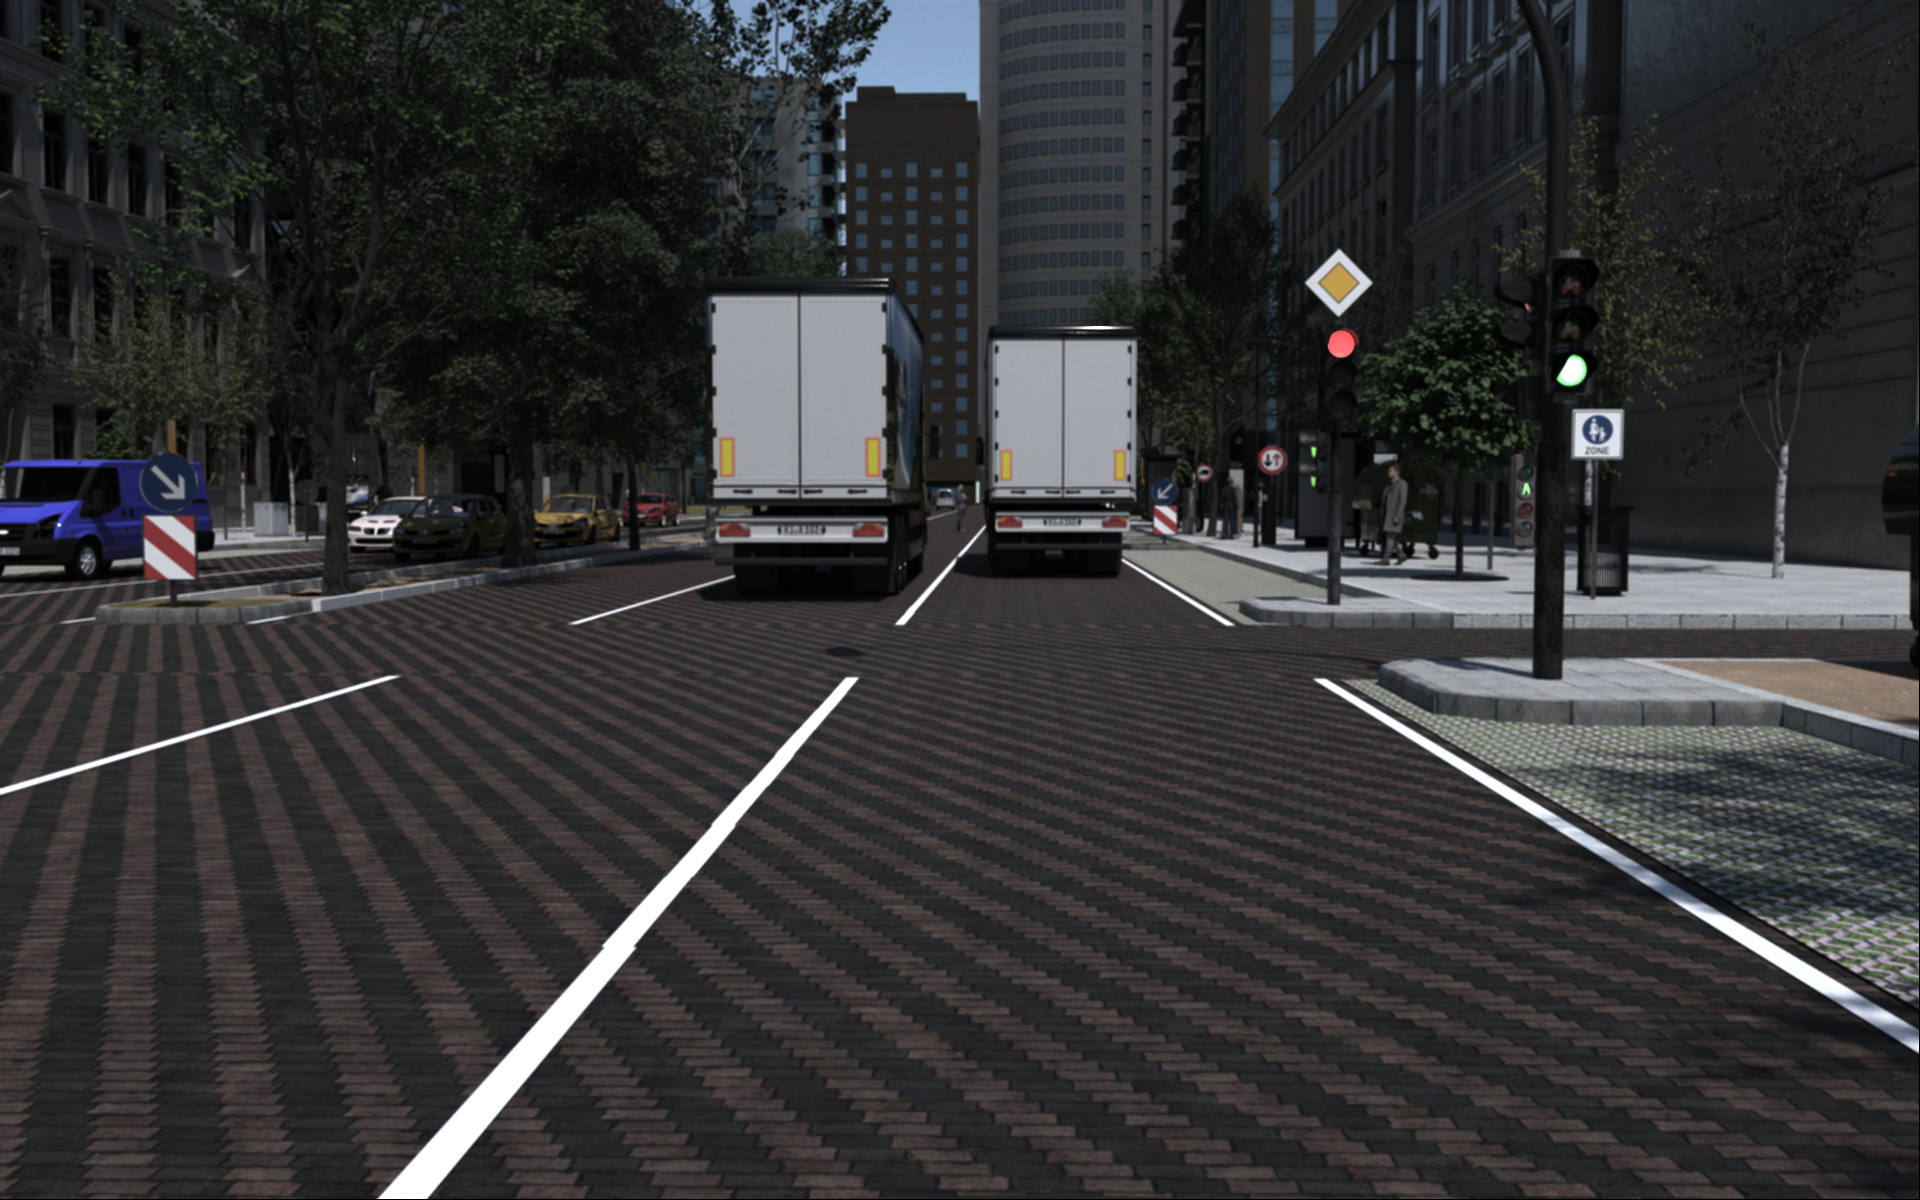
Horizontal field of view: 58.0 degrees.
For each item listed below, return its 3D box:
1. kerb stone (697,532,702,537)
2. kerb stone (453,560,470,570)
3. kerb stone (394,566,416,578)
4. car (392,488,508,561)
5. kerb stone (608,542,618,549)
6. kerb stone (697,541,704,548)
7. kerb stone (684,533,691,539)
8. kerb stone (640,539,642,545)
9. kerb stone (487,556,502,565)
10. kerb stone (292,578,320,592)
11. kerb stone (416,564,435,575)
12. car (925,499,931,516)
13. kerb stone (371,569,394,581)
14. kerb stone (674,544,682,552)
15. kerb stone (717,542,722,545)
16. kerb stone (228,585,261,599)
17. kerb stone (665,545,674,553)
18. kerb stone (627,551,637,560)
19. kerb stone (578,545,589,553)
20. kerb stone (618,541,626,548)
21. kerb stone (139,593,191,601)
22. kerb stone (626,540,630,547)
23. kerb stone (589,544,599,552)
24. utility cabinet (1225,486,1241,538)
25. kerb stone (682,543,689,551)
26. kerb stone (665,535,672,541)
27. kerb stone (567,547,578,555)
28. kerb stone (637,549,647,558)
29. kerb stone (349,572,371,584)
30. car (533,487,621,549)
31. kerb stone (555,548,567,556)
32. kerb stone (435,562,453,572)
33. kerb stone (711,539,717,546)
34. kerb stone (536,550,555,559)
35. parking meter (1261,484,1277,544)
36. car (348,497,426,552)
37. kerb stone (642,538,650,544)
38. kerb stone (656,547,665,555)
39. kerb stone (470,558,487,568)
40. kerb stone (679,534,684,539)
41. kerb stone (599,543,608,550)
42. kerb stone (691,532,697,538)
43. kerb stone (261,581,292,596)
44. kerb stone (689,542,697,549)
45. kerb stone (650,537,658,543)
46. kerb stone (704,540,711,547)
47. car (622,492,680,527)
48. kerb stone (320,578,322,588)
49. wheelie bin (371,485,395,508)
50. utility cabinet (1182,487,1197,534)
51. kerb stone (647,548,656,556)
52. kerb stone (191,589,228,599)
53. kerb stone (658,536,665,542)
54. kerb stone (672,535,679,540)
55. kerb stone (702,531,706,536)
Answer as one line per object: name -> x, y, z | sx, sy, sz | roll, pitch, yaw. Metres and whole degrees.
kerb stone -> -8.784, -2.152, 57.414 | 0.120, 0.150, 1.000 | 0, 4, 2
kerb stone -> -9.547, -0.651, 32.834 | 0.120, 0.150, 1.000 | 0, 4, 2
kerb stone -> -9.629, -0.455, 29.755 | 0.120, 0.150, 1.000 | 0, 4, 2
car -> -11.189, -1.713, 38.226 | 2.015, 1.641, 3.980 | 0, 4, 1
kerb stone -> -9.161, -1.402, 45.115 | 0.120, 0.150, 1.000 | 0, 4, 2
kerb stone -> -7.030, -1.460, 46.064 | 0.120, 0.150, 1.000 | 0, 4, 2
kerb stone -> -8.849, -2.029, 55.367 | 0.120, 0.150, 1.000 | 0, 4, 2
kerb stone -> -9.071, -1.589, 48.181 | 0.120, 0.150, 1.000 | 0, 4, 2
kerb stone -> -9.476, -0.768, 34.878 | 0.120, 0.150, 1.000 | 0, 4, 2
kerb stone -> -9.766, -0.211, 25.639 | 0.120, 0.150, 1.000 | 0, 4, 2
kerb stone -> -9.604, -0.523, 30.779 | 0.120, 0.150, 1.000 | 0, 4, 2
car -> -2.893, -6.381, 113.132 | 1.959, 1.807, 4.718 | 0, 4, 3
kerb stone -> -9.679, -0.395, 28.733 | 0.120, 0.150, 1.000 | 0, 4, 2
kerb stone -> -7.130, -1.272, 42.999 | 0.120, 0.150, 1.000 | 0, 4, 2
kerb stone -> -6.940, -1.648, 49.144 | 0.120, 0.150, 1.000 | 0, 4, 2
kerb stone -> -9.834, -0.085, 23.586 | 0.120, 0.150, 1.000 | 0, 4, 2
kerb stone -> -7.154, -1.210, 41.977 | 0.120, 0.150, 1.000 | 0, 4, 2
kerb stone -> -7.290, -0.959, 37.872 | 0.120, 0.150, 1.000 | 0, 4, 2
kerb stone -> -9.263, -1.210, 42.048 | 0.120, 0.150, 1.000 | 0, 4, 2
kerb stone -> -9.132, -1.464, 46.137 | 0.120, 0.150, 1.000 | 0, 4, 2
kerb stone -> -9.894, 0.042, 21.542 | 0.120, 0.150, 1.000 | 0, 4, 2
kerb stone -> -9.100, -1.527, 47.159 | 0.120, 0.150, 1.000 | 0, 4, 2
kerb stone -> -9.230, -1.277, 43.070 | 0.120, 0.150, 1.000 | 0, 4, 2
utility cabinet -> 7.863, -2.514, 49.779 | 0.318, 1.500, 1.173 | 1, 4, 17
kerb stone -> -7.097, -1.331, 44.020 | 0.120, 0.150, 1.000 | 0, 4, 2
kerb stone -> -8.937, -1.841, 52.291 | 0.120, 0.150, 1.000 | 0, 4, 2
kerb stone -> -9.288, -1.147, 41.026 | 0.120, 0.150, 1.000 | 0, 4, 2
kerb stone -> -7.262, -1.021, 38.894 | 0.120, 0.150, 1.000 | 0, 4, 2
kerb stone -> -9.704, -0.337, 27.711 | 0.120, 0.150, 1.000 | 0, 4, 2
car -> -10.397, -2.230, 46.678 | 2.015, 1.641, 3.980 | 0, 4, 3
kerb stone -> -9.323, -1.089, 40.002 | 0.120, 0.150, 1.000 | 0, 4, 2
kerb stone -> -9.585, -0.584, 31.805 | 0.120, 0.150, 1.000 | 0, 4, 2
kerb stone -> -6.967, -1.586, 48.122 | 0.120, 0.150, 1.000 | 0, 4, 2
kerb stone -> -9.354, -1.027, 38.979 | 0.120, 0.150, 1.000 | 0, 4, 2
parking meter -> 7.884, -2.189, 44.202 | 0.372, 1.533, 0.369 | 0, 3, 0
car -> -13.997, -1.936, 44.014 | 2.083, 1.381, 4.827 | 0, 4, 1
kerb stone -> -9.034, -1.652, 49.202 | 0.120, 0.150, 1.000 | 0, 4, 2
kerb stone -> -7.195, -1.146, 40.938 | 0.120, 0.150, 1.000 | 0, 4, 2
kerb stone -> -9.513, -0.710, 33.856 | 0.120, 0.150, 1.000 | 0, 4, 2
kerb stone -> -8.880, -1.966, 54.345 | 0.120, 0.150, 1.000 | 0, 4, 2
kerb stone -> -9.198, -1.339, 44.092 | 0.120, 0.150, 1.000 | 0, 4, 2
kerb stone -> -8.810, -2.091, 56.390 | 0.120, 0.150, 1.000 | 0, 4, 2
kerb stone -> -9.800, -0.148, 24.617 | 0.120, 0.150, 1.000 | 0, 4, 2
kerb stone -> -7.063, -1.397, 45.042 | 0.120, 0.150, 1.000 | 0, 4, 2
kerb stone -> -9.003, -1.715, 50.235 | 0.120, 0.150, 1.000 | 0, 4, 2
kerb stone -> -6.993, -1.523, 47.100 | 0.120, 0.150, 1.000 | 0, 4, 2
car -> -13.658, -4.129, 76.554 | 2.155, 1.783, 4.494 | 0, 4, 4
kerb stone -> -9.731, -0.274, 26.668 | 0.120, 0.150, 1.000 | 0, 4, 2
wheelie bin -> -20.550, -3.291, 61.717 | 0.693, 1.594, 0.980 | 0, 4, -1
utility cabinet -> 7.350, -2.870, 55.599 | 0.318, 1.500, 1.173 | 0, 3, 0
kerb stone -> -7.234, -1.084, 39.917 | 0.120, 0.150, 1.000 | 0, 4, 2
kerb stone -> -9.863, -0.023, 22.564 | 0.120, 0.150, 1.000 | 0, 4, 2
kerb stone -> -8.977, -1.768, 51.268 | 0.120, 0.150, 1.000 | 0, 4, 2
kerb stone -> -8.899, -1.904, 53.320 | 0.120, 0.150, 1.000 | 0, 4, 2
kerb stone -> -8.753, -2.211, 58.442 | 0.120, 0.150, 1.000 | 0, 4, 2
